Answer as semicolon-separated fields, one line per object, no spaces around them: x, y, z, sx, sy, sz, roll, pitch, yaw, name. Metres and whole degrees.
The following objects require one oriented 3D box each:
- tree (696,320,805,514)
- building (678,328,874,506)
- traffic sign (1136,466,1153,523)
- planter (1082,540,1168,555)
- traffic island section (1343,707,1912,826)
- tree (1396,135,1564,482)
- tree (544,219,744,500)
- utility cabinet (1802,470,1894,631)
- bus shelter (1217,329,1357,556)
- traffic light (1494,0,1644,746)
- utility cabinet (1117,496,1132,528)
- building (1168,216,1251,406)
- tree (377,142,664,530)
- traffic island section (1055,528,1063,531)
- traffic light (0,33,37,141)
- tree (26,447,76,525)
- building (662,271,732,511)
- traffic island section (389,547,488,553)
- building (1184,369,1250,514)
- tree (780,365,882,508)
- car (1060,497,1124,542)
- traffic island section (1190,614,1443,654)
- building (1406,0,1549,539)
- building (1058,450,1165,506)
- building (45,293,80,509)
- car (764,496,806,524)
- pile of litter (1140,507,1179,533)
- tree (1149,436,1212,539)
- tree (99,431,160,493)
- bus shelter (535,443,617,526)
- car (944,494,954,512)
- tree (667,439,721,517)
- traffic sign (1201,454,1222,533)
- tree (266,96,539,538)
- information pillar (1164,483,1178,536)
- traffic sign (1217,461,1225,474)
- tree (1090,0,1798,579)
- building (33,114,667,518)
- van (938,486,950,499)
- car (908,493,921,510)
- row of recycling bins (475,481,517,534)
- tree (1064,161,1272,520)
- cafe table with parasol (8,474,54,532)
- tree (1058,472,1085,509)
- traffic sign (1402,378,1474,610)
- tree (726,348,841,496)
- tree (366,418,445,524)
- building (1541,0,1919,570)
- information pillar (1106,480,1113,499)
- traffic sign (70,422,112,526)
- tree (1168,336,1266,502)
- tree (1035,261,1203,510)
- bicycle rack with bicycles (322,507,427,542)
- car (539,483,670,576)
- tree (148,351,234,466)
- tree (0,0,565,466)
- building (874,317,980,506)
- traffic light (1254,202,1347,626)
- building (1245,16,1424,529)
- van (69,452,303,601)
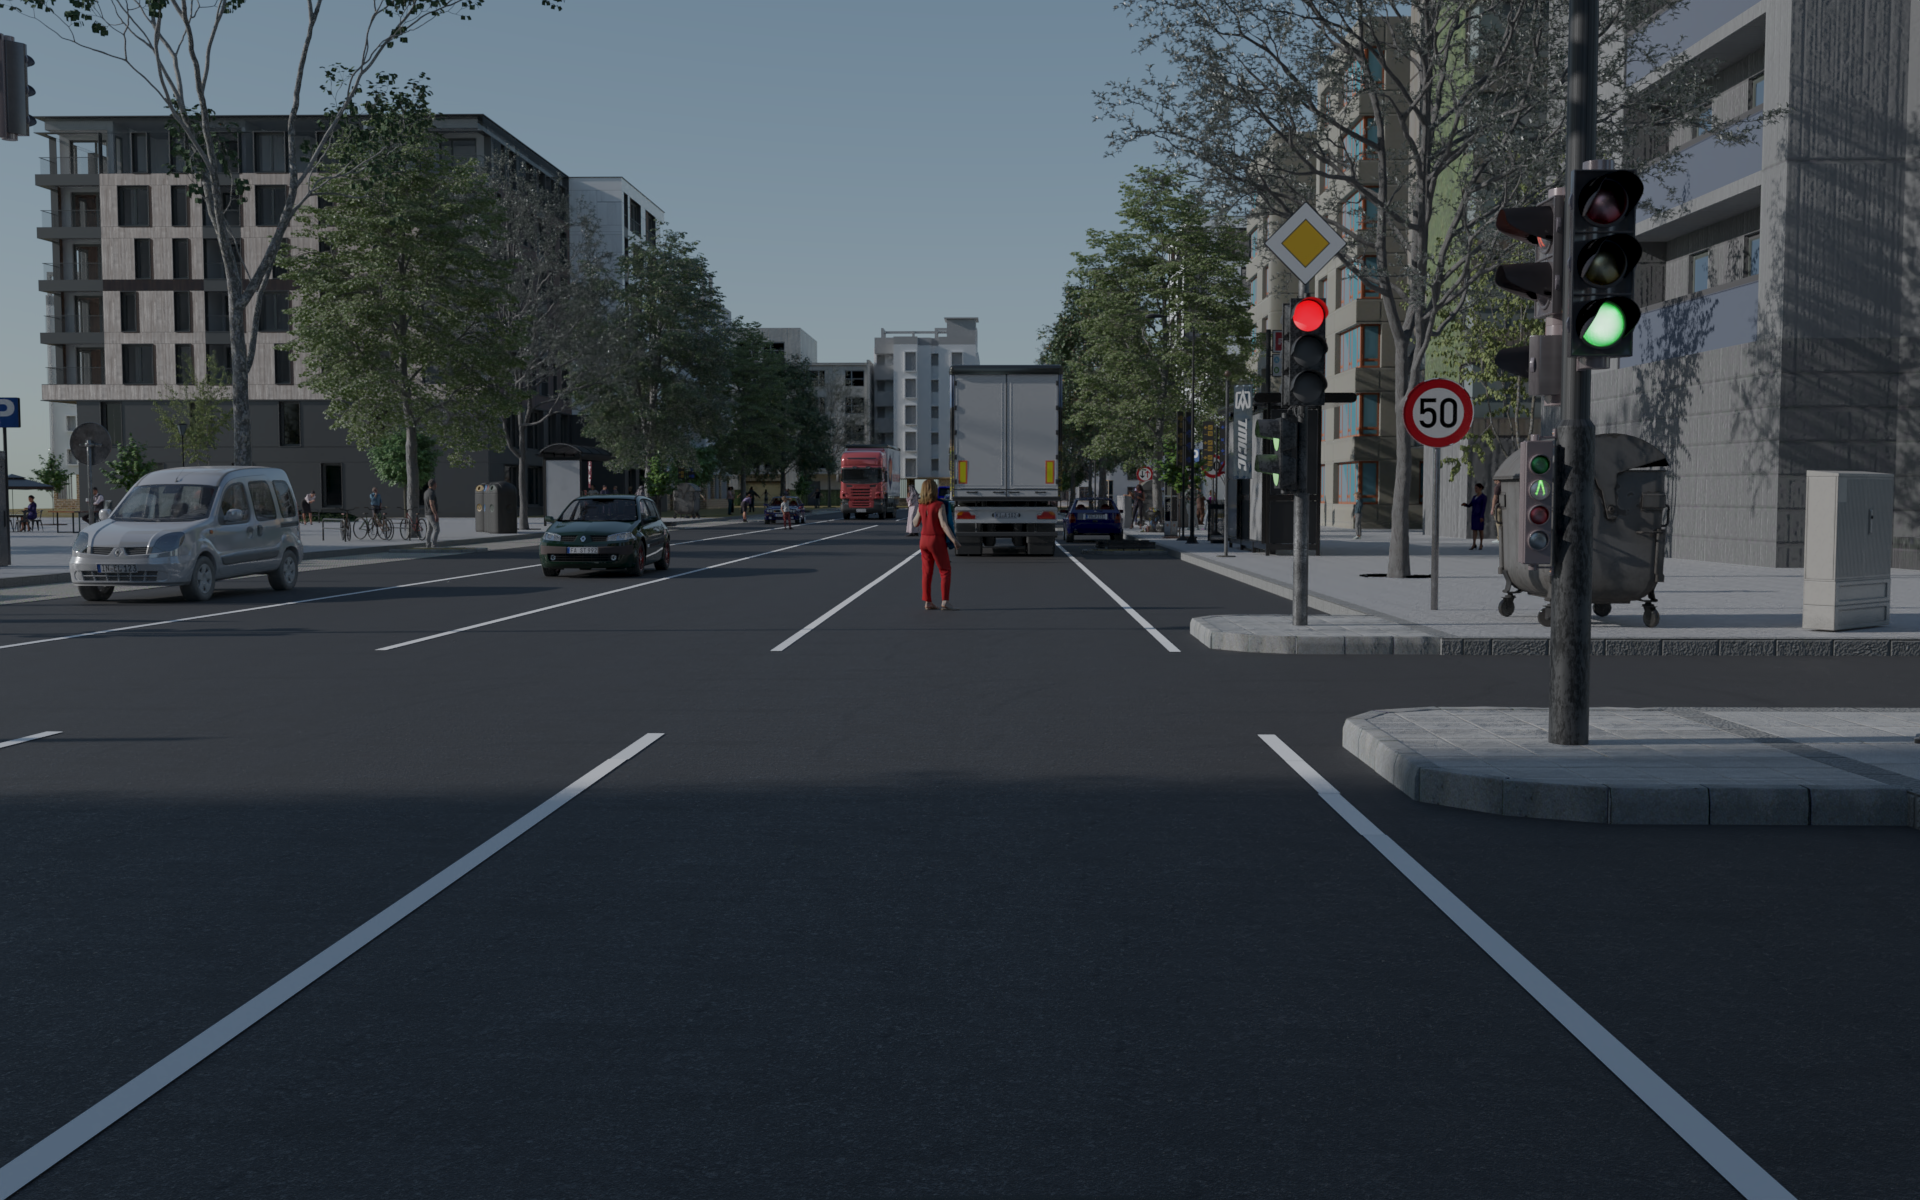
-13.982;-11.923;113.075;7.486;12.596;7.792;0;3;0;tree
-25.155;-19.958;192.776;31.486;18.905;16.747;0;4;1;building
8.317;-4.762;77.958;0.768;2.556;0.104;0;4;6;traffic sign
3.950;-1.266;41.844;1.991;0.319;1.994;0;4;1;planter
3.152;0.815;8.952;2.009;0.180;2.903;0;4;1;traffic island section
11.102;-5.146;34.505;4.737;8.622;4.395;0;3;0;tree
-14.799;-10.733;82.135;9.857;13.997;8.962;0;3;0;tree
8.452;-0.475;16.446;1.173;1.500;0.318;-3;5;-39;utility cabinet
7.223;-3.813;39.980;2.179;5.291;8.768;0;4;1;bus shelter
1.018;-2.084;8.749;4.771;5.953;1.251;0;4;1;traffic light
6.208;-3.312;65.314;0.306;1.237;1.020;-1;4;-10;utility cabinet
30.893;-18.312;143.379;27.936;21.610;32.646;0;4;1;building
-15.771;-9.255;61.688;12.009;13.543;11.850;0;3;0;tree
4.600;-2.809;68.786;1.991;0.108;1.994;0;4;1;traffic island section
-11.656;-2.602;17.205;4.771;5.953;1.251;0;4;1;traffic light
-37.378;-4.689;71.260;1.663;3.219;1.824;0;3;0;tree
-26.573;-18.156;153.274;11.380;20.091;16.016;0;4;1;building
-12.834;-1.227;42.920;1.991;0.108;1.994;0;4;1;traffic island section
20.600;-10.488;113.625;9.099;9.664;28.070;0;4;1;building
-12.446;-15.570;164.932;12.009;13.543;11.850;0;3;0;tree
4.022;-2.450;52.633;1.945;1.354;3.894;0;4;2;car
3.347;0.327;16.935;2.009;0.180;2.903;0;4;1;traffic island section
21.645;-22.709;54.890;14.154;41.232;14.086;0;4;1;building
16.053;-15.040;188.059;28.070;9.664;9.099;0;4;1;building
-71.293;-18.198;153.961;11.380;20.091;16.016;0;4;1;building
-8.487;-4.370;84.024;1.945;1.354;3.894;0;4;0;car
6.664;-2.698;58.080;1.176;0.858;1.719;-2;4;-27;pile of litter
6.492;-3.392;50.068;1.663;3.219;1.824;0;3;0;tree
-25.795;-3.618;53.763;1.663;3.219;1.824;0;3;0;tree
-15.797;-4.748;71.555;2.014;3.302;5.546;0;4;2;bus shelter
-0.368;-6.538;118.695;2.131;1.459;4.920;0;4;1;car
-15.120;-6.972;97.700;4.285;4.588;4.351;0;3;0;tree
8.043;-3.362;55.082;0.768;2.556;0.104;0;4;5;traffic sign
-16.451;-8.092;50.437;7.486;12.596;7.792;0;3;0;tree
6.413;-2.943;52.611;0.304;2.012;0.304;-3;4;-38;information pillar
7.215;-2.790;45.619;0.884;2.594;0.081;0;4;8;traffic sign
6.825;-7.079;26.111;12.009;13.543;11.850;0;3;0;tree
-35.681;-16.266;109.919;27.936;21.610;32.646;0;4;1;building
-0.824;-8.247;139.214;2.240;2.365;5.245;0;4;3;van
-3.731;-8.899;154.536;2.155;1.783;4.494;0;4;0;car
-15.366;-3.081;57.479;1.069;1.692;3.534;-2;4;-24;row of recycling bins
7.209;-8.658;59.687;7.486;12.596;7.792;0;3;0;tree
-32.054;-3.287;58.607;2.610;1.966;2.610;0;4;4;cafe table with parasol
9.734;-10.631;157.536;4.285;4.588;4.351;0;3;0;tree
5.246;-1.160;19.079;0.768;2.556;0.104;0;4;7;traffic sign
-13.821;-13.376;135.707;9.611;12.733;9.660;0;3;0;tree
-24.121;-5.614;75.509;4.285;4.588;4.351;0;3;0;tree
28.259;-29.995;32.414;28.212;58.520;21.231;0;4;1;building
7.888;-5.317;91.424;0.304;2.012;0.304;-2;4;-24;information pillar
-15.406;-1.871;30.699;0.768;2.556;0.104;0;4;4;traffic sign
11.638;-7.726;76.677;4.737;8.622;4.395;0;3;0;tree
7.142;-10.286;85.178;9.611;12.733;9.660;0;3;0;tree
-16.315;-2.105;47.798;2.852;0.926;2.925;-3;4;-37;bicycle rack with bicycles
-6.377;-1.319;31.353;2.009;1.686;4.222;0;4;0;car
-38.543;-8.412;87.900;4.737;8.622;4.395;0;3;0;tree
-14.878;-11.124;37.765;12.611;20.169;13.585;0;3;0;tree
-3.577;-20.517;191.878;11.380;20.091;16.016;0;4;1;building
3.307;-1.706;16.822;0.839;4.253;0.868;0;4;1;traffic light
28.636;-14.194;77.115;27.650;21.520;28.899;0;4;1;building
-10.861;-1.069;24.490;2.013;2.044;4.112;0;4;3;van
